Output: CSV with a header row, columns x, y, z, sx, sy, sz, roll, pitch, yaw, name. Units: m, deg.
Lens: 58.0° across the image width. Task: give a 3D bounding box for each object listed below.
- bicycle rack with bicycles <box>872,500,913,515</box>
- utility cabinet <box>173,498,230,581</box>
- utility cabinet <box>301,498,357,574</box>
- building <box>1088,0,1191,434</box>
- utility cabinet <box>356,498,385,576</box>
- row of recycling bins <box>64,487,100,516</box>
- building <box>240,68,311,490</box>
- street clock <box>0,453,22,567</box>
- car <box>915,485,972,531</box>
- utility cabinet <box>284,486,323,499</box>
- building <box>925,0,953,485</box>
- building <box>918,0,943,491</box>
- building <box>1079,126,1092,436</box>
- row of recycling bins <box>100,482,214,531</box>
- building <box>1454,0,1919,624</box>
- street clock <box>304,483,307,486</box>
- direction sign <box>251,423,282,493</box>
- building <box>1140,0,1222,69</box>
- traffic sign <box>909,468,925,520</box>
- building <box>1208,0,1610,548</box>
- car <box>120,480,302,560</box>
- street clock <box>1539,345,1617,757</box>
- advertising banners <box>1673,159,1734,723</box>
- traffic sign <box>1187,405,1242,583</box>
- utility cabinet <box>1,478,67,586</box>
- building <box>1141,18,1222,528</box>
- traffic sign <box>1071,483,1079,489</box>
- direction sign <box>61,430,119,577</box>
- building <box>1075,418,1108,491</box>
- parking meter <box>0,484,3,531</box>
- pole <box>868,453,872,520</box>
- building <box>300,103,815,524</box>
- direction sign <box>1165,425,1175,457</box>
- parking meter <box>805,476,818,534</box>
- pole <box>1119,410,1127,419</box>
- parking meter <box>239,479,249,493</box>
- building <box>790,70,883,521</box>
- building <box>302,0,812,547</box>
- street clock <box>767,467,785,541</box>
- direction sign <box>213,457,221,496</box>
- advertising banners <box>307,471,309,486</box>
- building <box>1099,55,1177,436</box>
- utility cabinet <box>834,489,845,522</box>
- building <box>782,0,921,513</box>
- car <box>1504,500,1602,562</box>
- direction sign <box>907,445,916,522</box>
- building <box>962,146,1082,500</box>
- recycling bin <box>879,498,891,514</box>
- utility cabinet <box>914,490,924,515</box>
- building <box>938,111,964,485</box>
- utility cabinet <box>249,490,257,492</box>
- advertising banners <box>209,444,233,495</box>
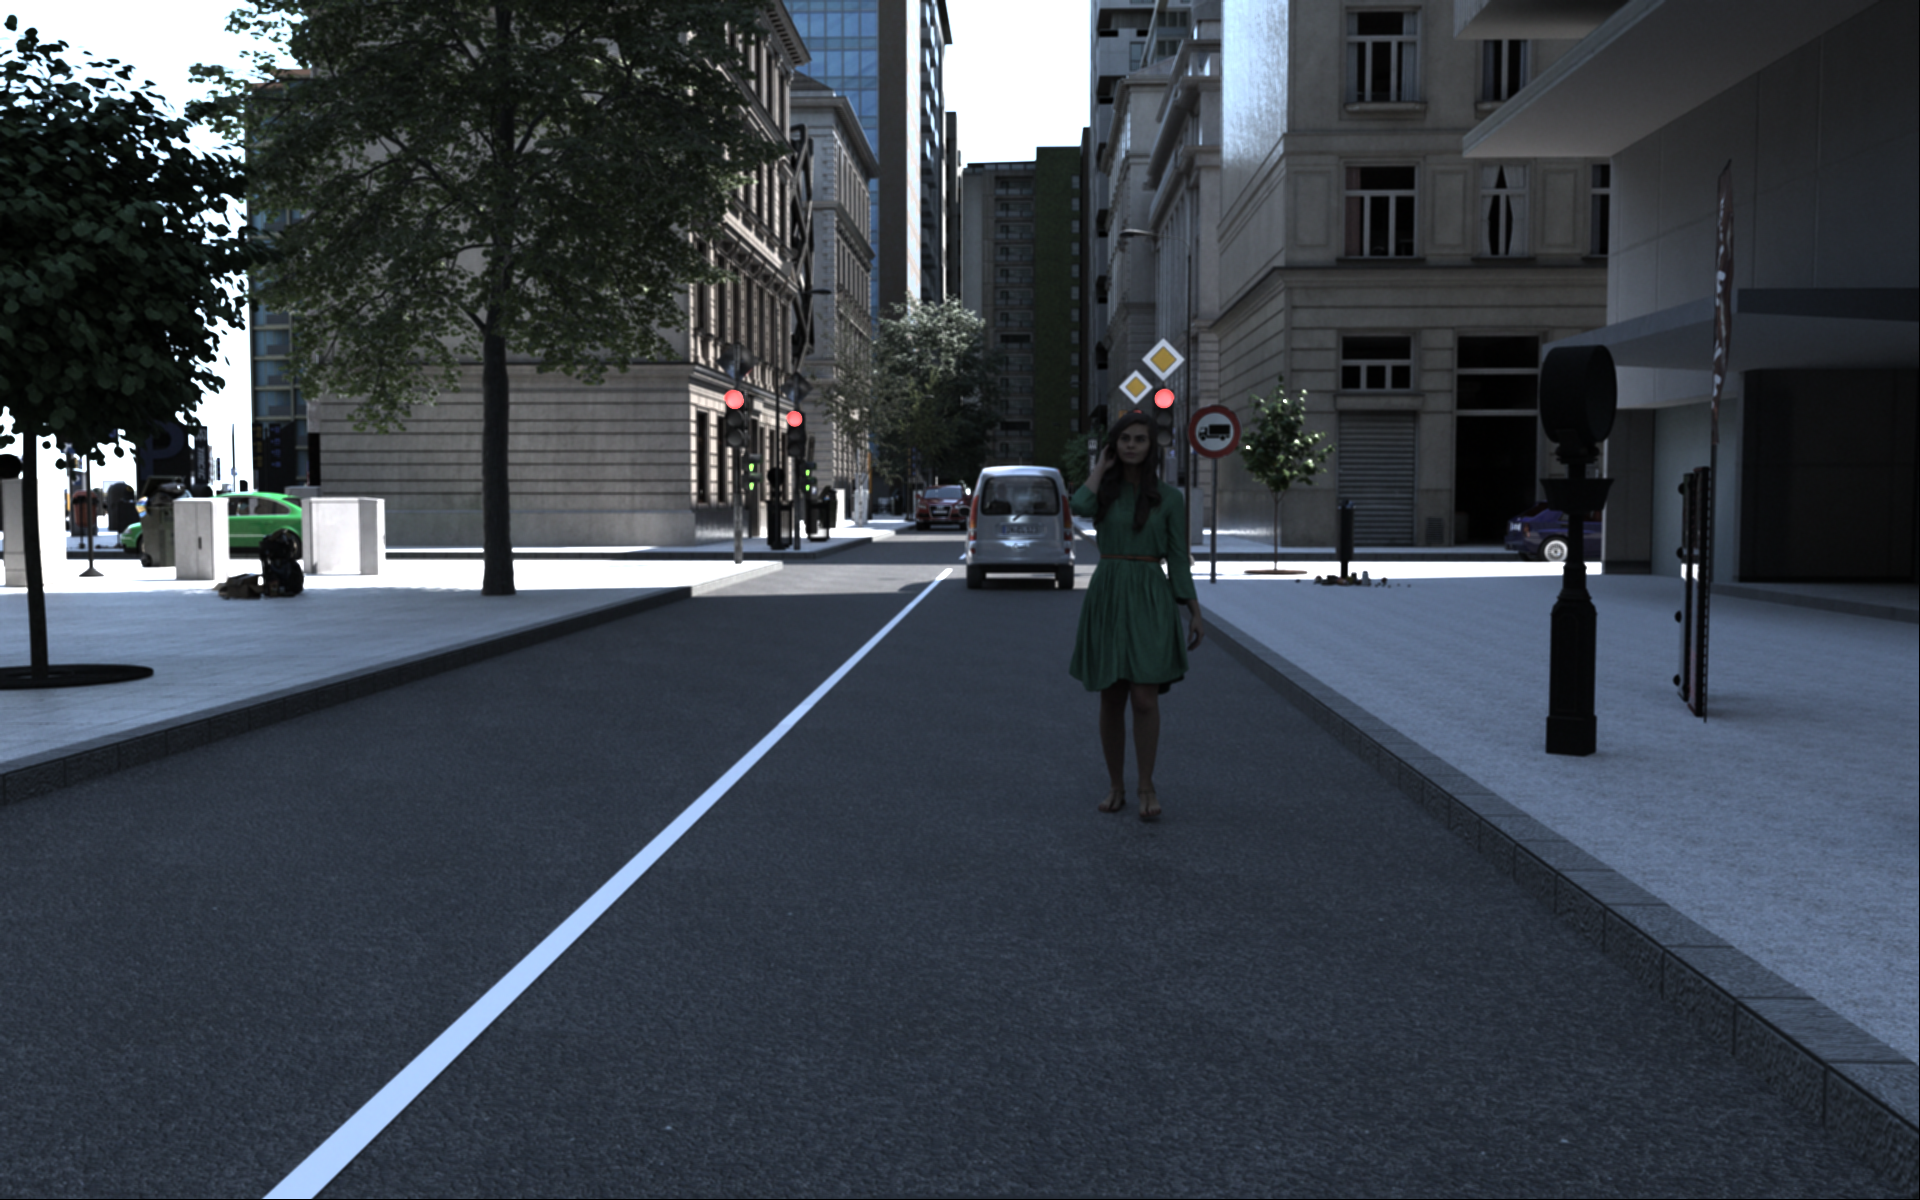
x,y,z,sx,sy,sz,roll,pitch,yaw,name
-4.367,-5.776,107.818,2.925,0.926,2.852,-1,4,-16,bicycle rack with bicycles
-11.346,-0.901,25.892,1.020,1.237,0.306,2,4,35,utility cabinet
-10.185,-1.043,28.207,0.306,1.237,1.020,3,4,38,utility cabinet
25.212,-34.449,152.480,28.713,52.752,27.495,0,4,2,building
-9.357,-1.005,27.598,0.306,1.237,1.020,-1,4,-13,utility cabinet
-51.142,-5.694,100.215,3.534,1.692,1.069,0,4,6,row of recycling bins
-57.186,-32.073,179.019,28.867,44.769,22.147,0,4,2,building
-16.830,-1.593,30.617,0.471,2.002,0.358,-3,4,-38,street clock
-0.607,-3.726,69.599,2.281,1.827,5.304,0,4,4,car
-18.854,-2.516,49.817,1.173,1.500,0.318,1,4,21,utility cabinet
-15.021,-35.800,174.571,27.495,52.752,28.713,0,4,2,building
-13.352,-32.069,143.943,23.786,49.044,30.456,0,4,2,building
21.401,-34.011,206.190,14.200,45.320,14.600,0,4,2,building
-28.381,-3.328,61.519,3.534,1.692,1.069,-3,5,-43,row of recycling bins
20.885,-25.954,13.590,28.713,52.752,27.495,0,4,2,building
-41.631,-6.479,110.503,0.471,2.002,0.358,3,5,39,street clock
-22.136,-3.874,55.338,0.876,3.537,0.379,-2,4,-24,direction sign
26.270,-26.619,127.105,32.217,40.220,23.993,0,4,2,building
-2.138,-5.155,84.287,0.884,2.594,0.081,0,4,6,traffic sign
22.244,-13.114,47.690,30.059,22.955,16.112,0,4,2,building
-15.232,-1.696,36.533,4.718,1.807,1.959,0,4,2,car
3.028,-0.242,8.524,0.358,2.002,0.471,3,4,38,street clock
4.335,-0.852,10.118,0.090,3.025,2.074,1,4,18,advertising banners
3.642,-1.513,24.839,0.768,2.556,0.104,0,4,7,traffic sign
-12.942,-0.950,24.208,0.318,1.500,1.173,0,4,-3,utility cabinet
15.353,-14.341,76.271,13.314,21.916,24.055,0,4,2,building
6.837,-6.131,100.247,0.884,2.594,0.081,1,4,9,traffic sign
-13.445,-2.123,26.705,0.876,3.537,0.379,-1,4,-21,direction sign
21.964,-45.127,176.074,20.563,71.187,20.611,0,4,2,building
-33.211,-3.329,60.134,0.255,1.863,0.399,-1,4,-13,parking meter
-4.424,-5.581,85.091,0.158,3.312,0.155,0,3,0,pole
-14.434,-12.328,69.007,16.820,18.784,16.811,0,4,2,building
6.748,-3.932,56.292,0.379,3.537,0.876,3,4,36,direction sign
-4.779,-3.059,55.723,0.255,1.863,0.399,3,4,36,parking meter
3.972,-2.962,42.265,0.158,3.312,0.155,0,3,0,pole
-28.308,-3.840,68.493,0.255,1.863,0.399,0,4,-1,parking meter
-10.475,-16.133,92.651,11.050,23.489,19.941,0,4,2,building
-10.783,-11.388,50.822,10.561,19.102,19.286,0,4,2,building
-4.977,-2.588,46.886,0.471,2.002,0.358,-1,4,-14,street clock
-45.212,-6.925,105.217,0.379,3.537,0.876,1,4,22,direction sign
-41.758,-7.039,111.280,2.074,3.025,0.090,0,4,4,advertising banners
14.805,-18.571,100.900,12.463,27.353,25.104,0,4,2,building
-5.724,-4.277,78.609,0.318,1.500,1.173,2,4,35,utility cabinet
-10.110,-28.830,121.484,14.600,45.320,14.200,0,4,2,building
13.065,-1.359,34.795,3.894,1.354,1.945,0,4,3,car
-2.257,-5.434,80.835,0.379,3.537,0.876,-2,4,-26,direction sign
7.253,-31.979,206.456,14.086,41.232,14.154,0,4,2,building
-4.948,-6.224,114.323,0.722,1.027,0.722,0,4,8,recycling bin
-2.438,-5.944,105.860,0.318,1.500,1.173,-2,4,-28,utility cabinet
-10.443,-35.875,210.263,21.600,48.544,21.300,0,4,2,building
-38.977,-5.350,96.157,1.173,1.500,0.318,0,4,-4,utility cabinet
-25.844,-3.932,60.480,0.090,3.025,2.074,-3,5,-44,advertising banners
